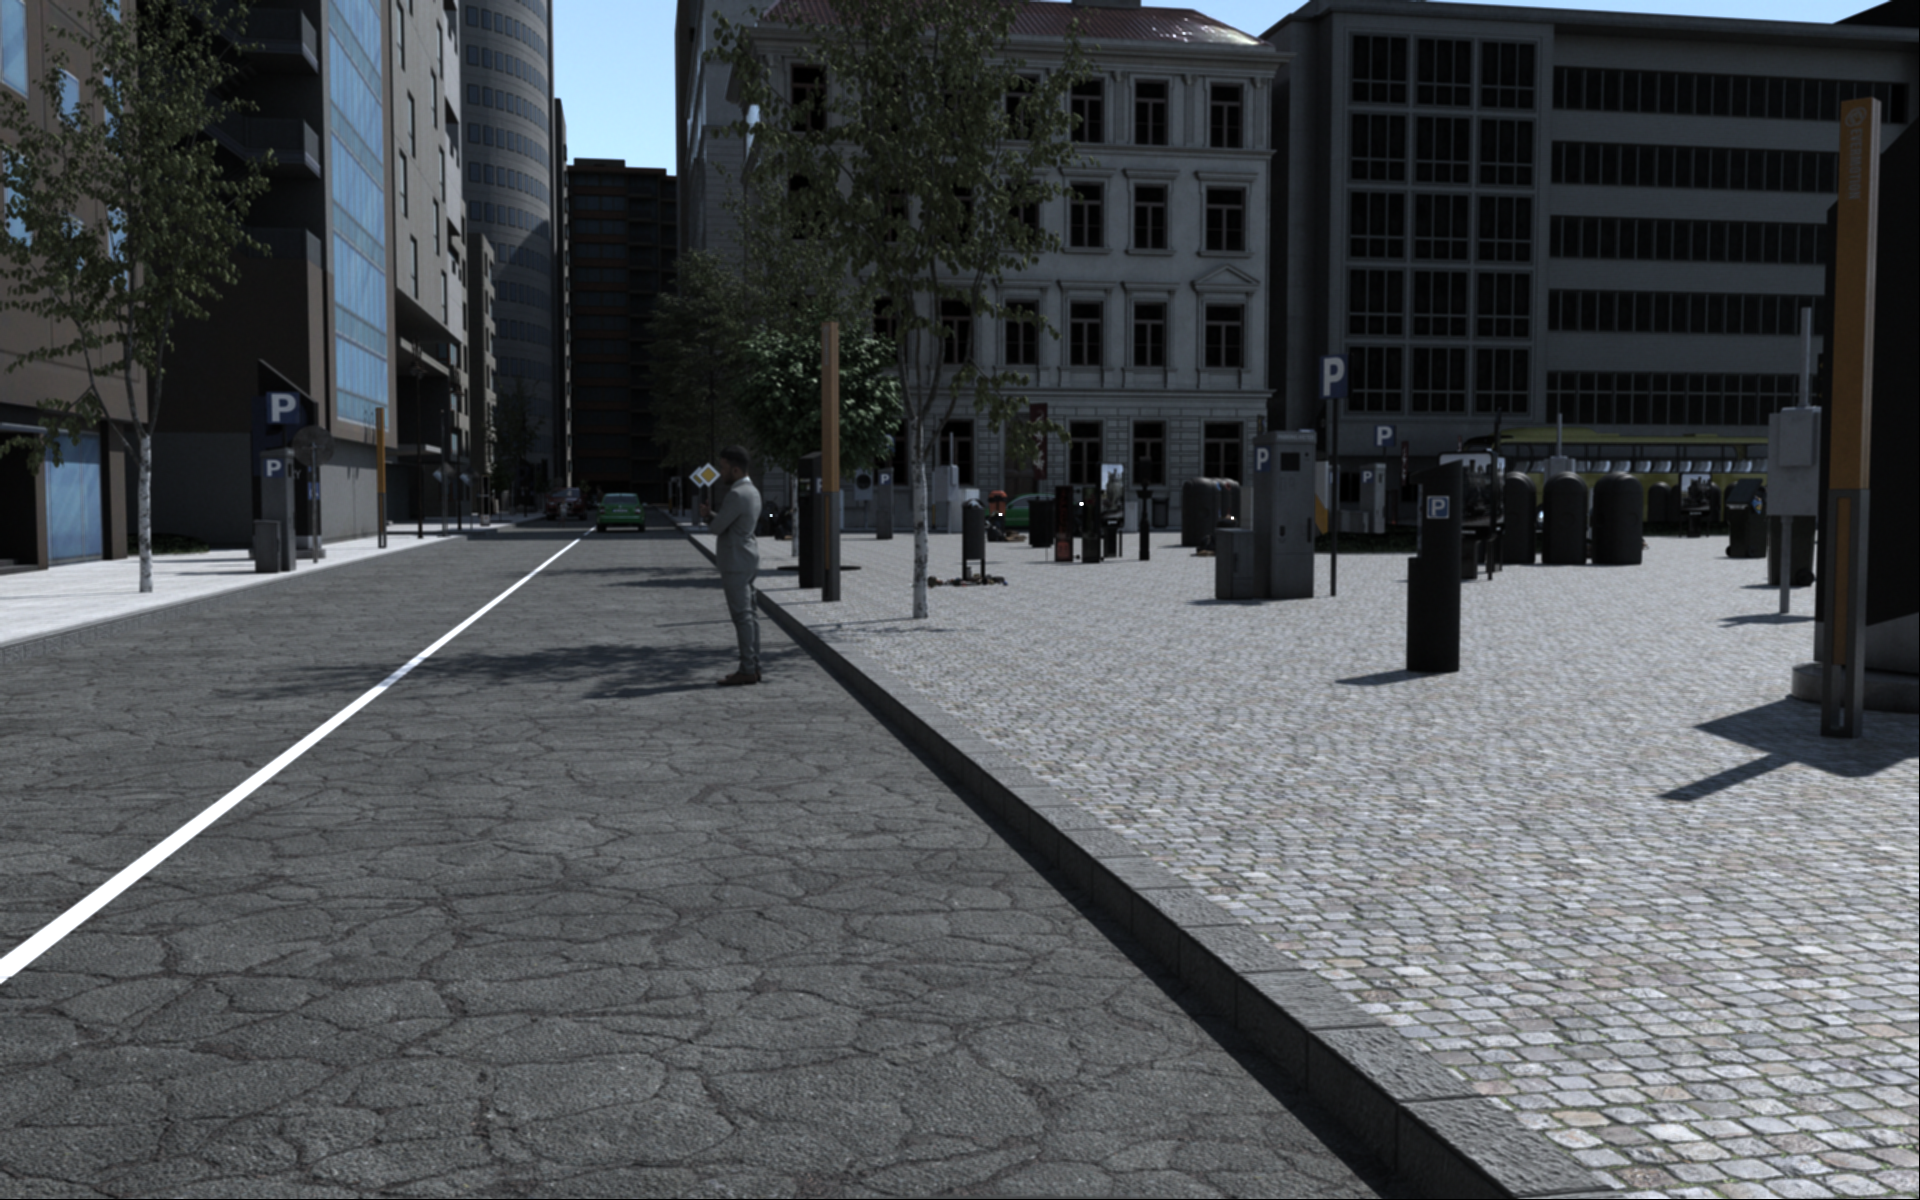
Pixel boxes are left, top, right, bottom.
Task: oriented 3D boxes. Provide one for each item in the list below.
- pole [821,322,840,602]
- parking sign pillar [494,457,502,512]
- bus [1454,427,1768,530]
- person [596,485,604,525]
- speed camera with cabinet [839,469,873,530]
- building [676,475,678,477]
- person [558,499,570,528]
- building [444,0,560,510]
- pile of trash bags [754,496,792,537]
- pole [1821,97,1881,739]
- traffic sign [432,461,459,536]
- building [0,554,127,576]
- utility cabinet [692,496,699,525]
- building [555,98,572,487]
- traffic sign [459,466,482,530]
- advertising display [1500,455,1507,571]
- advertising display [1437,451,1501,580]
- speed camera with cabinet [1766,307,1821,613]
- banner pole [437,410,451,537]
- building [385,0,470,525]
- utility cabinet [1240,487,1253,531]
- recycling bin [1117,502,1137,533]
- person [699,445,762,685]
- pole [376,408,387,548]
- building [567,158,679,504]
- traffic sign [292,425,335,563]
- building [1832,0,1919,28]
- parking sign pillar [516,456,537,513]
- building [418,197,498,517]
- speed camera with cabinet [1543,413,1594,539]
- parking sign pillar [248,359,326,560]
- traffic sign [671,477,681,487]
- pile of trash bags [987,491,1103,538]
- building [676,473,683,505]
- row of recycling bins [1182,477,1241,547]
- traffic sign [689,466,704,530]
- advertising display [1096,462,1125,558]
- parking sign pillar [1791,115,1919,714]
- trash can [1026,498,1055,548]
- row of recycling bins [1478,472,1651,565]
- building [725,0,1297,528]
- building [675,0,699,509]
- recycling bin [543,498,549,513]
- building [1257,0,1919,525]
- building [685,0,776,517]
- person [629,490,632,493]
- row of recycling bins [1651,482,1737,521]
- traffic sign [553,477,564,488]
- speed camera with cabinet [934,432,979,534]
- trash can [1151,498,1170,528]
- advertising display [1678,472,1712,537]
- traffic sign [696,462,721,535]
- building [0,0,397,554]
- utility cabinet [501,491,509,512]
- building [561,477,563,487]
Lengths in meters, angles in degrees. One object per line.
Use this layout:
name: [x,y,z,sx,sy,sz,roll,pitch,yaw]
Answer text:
pole: [-1.543,-1.639,20.647,0.158,3.312,0.155,0,3,0]
parking sign pillar: [-34.070,-8.421,126.162,1.447,3.967,1.447,-3,5,-42]
bus: [24.416,-4.480,64.795,12.252,3.916,2.896,-1,4,-9]
person: [-16.507,-4.350,79.528,0.656,1.842,0.836,2,4,29]
speed camera with cabinet: [-4.212,-4.186,62.782,2.038,3.252,0.660,-1,4,-11]
building: [-16.916,-34.063,176.544,23.786,49.044,30.456,-1,4,-10]
person: [-16.848,-3.678,73.644,0.505,1.210,0.382,-3,4,-38]
building: [-45.471,-36.939,145.947,21.231,58.520,28.212,-1,4,-10]
pile of trash bags: [-5.395,-2.658,53.211,3.447,1.369,1.912,-2,4,-31]
pole: [4.671,-0.932,9.079,0.158,3.312,0.155,0,3,0]
traffic sign: [-15.809,-3.037,53.295,0.795,2.450,0.064,-1,4,-10]
building: [-21.812,-22.951,25.366,14.600,45.320,14.200,-1,4,-10]
utility cabinet: [-10.975,-3.707,71.771,0.306,1.237,1.020,-1,4,-9]
building: [-55.308,-34.959,195.285,21.600,48.544,21.300,-1,4,-10]
traffic sign: [-17.263,-3.517,61.147,0.795,2.450,0.064,-1,4,-10]
advertising display: [8.786,-1.421,28.442,0.123,1.923,0.974,2,4,30]
advertising display: [7.623,-1.277,26.090,0.123,1.923,0.974,-3,5,-41]
speed camera with cabinet: [9.527,-1.449,18.020,0.660,3.252,2.038,-3,4,-36]
banner pole: [-15.505,-3.789,51.972,0.401,3.779,0.863,-1,4,-12]
building: [-35.586,-29.458,70.876,28.713,52.752,27.495,-1,4,-10]
utility cabinet: [8.880,-2.784,54.201,0.318,1.500,1.173,-2,4,-26]
recycling bin: [5.453,-2.709,56.846,0.722,1.027,0.722,0,4,6]
person: [-1.740,-0.274,13.157,0.466,1.800,0.511,0,4,-6]
pole: [-13.709,-2.885,41.021,0.158,3.312,0.155,0,3,0]
building: [-47.974,-35.114,228.744,28.867,44.769,22.147,-1,4,-10]
traffic sign: [-11.992,-1.960,32.151,0.768,2.556,0.104,-1,4,-9]
building: [49.383,-15.338,80.454,15.834,23.373,12.332,-1,4,-10]
parking sign pillar: [-29.440,-7.877,117.264,1.447,3.967,1.447,2,4,34]
building: [-44.124,-16.022,106.995,27.650,21.520,28.899,-1,4,-10]
speed camera with cabinet: [15.409,-2.942,42.441,2.038,3.252,0.660,2,4,27]
parking sign pillar: [-13.406,-2.810,34.413,1.447,3.967,1.447,1,4,16]
traffic sign: [-16.850,-6.164,102.915,0.606,2.300,0.079,0,4,-2]
pile of trash bags: [2.523,-2.552,51.476,3.447,1.369,1.912,0,3,0]
building: [-23.263,-46.628,200.614,20.563,71.187,20.611,-1,4,-10]
row of recycling bins: [6.318,-2.237,43.693,1.069,1.692,3.534,1,4,22]
traffic sign: [-9.399,-3.605,62.578,0.795,2.450,0.064,-1,4,-10]
advertising display: [3.033,-1.820,34.971,0.123,1.923,0.974,2,4,35]
parking sign pillar: [5.946,-1.354,10.602,1.447,3.967,1.447,-1,4,-19]
trash can: [1.963,-1.836,41.672,0.748,1.137,0.748,0,3,0]
row of recycling bins: [10.740,-1.523,32.019,3.534,1.692,1.069,1,4,14]
building: [1.433,-14.323,70.344,21.152,22.565,11.583,-1,4,-10]
building: [-17.982,-30.807,153.797,14.600,45.320,14.200,-1,4,-10]
recycling bin: [-28.346,-6.544,119.545,0.722,1.027,0.722,0,4,6]
building: [26.703,-15.768,76.878,30.058,24.678,14.314,-1,4,-10]
building: [-10.192,-19.896,102.796,11.434,29.767,29.804,-1,4,-10]
person: [-29.305,-8.906,154.249,0.705,1.807,1.348,-1,4,-9]
row of recycling bins: [24.972,-3.153,58.667,1.069,1.692,3.534,-3,5,-39]
traffic sign: [-30.115,-7.942,129.960,0.768,2.556,0.104,-1,4,-8]
speed camera with cabinet: [-0.102,-3.785,56.221,0.660,3.252,2.038,2,4,30]
trash can: [7.549,-3.282,65.315,0.748,1.137,0.748,0,3,0]
advertising display: [21.826,-2.829,51.461,0.974,1.923,0.123,0,4,-5]
traffic sign: [-7.944,-3.124,54.726,0.795,2.450,0.064,-1,4,-10]
building: [-23.381,-24.157,45.075,14.200,45.320,14.600,-1,4,-10]
utility cabinet: [-32.251,-7.034,123.685,0.318,1.500,1.173,1,4,21]
building: [-56.183,-29.313,171.147,32.217,40.220,23.993,-1,4,-10]
